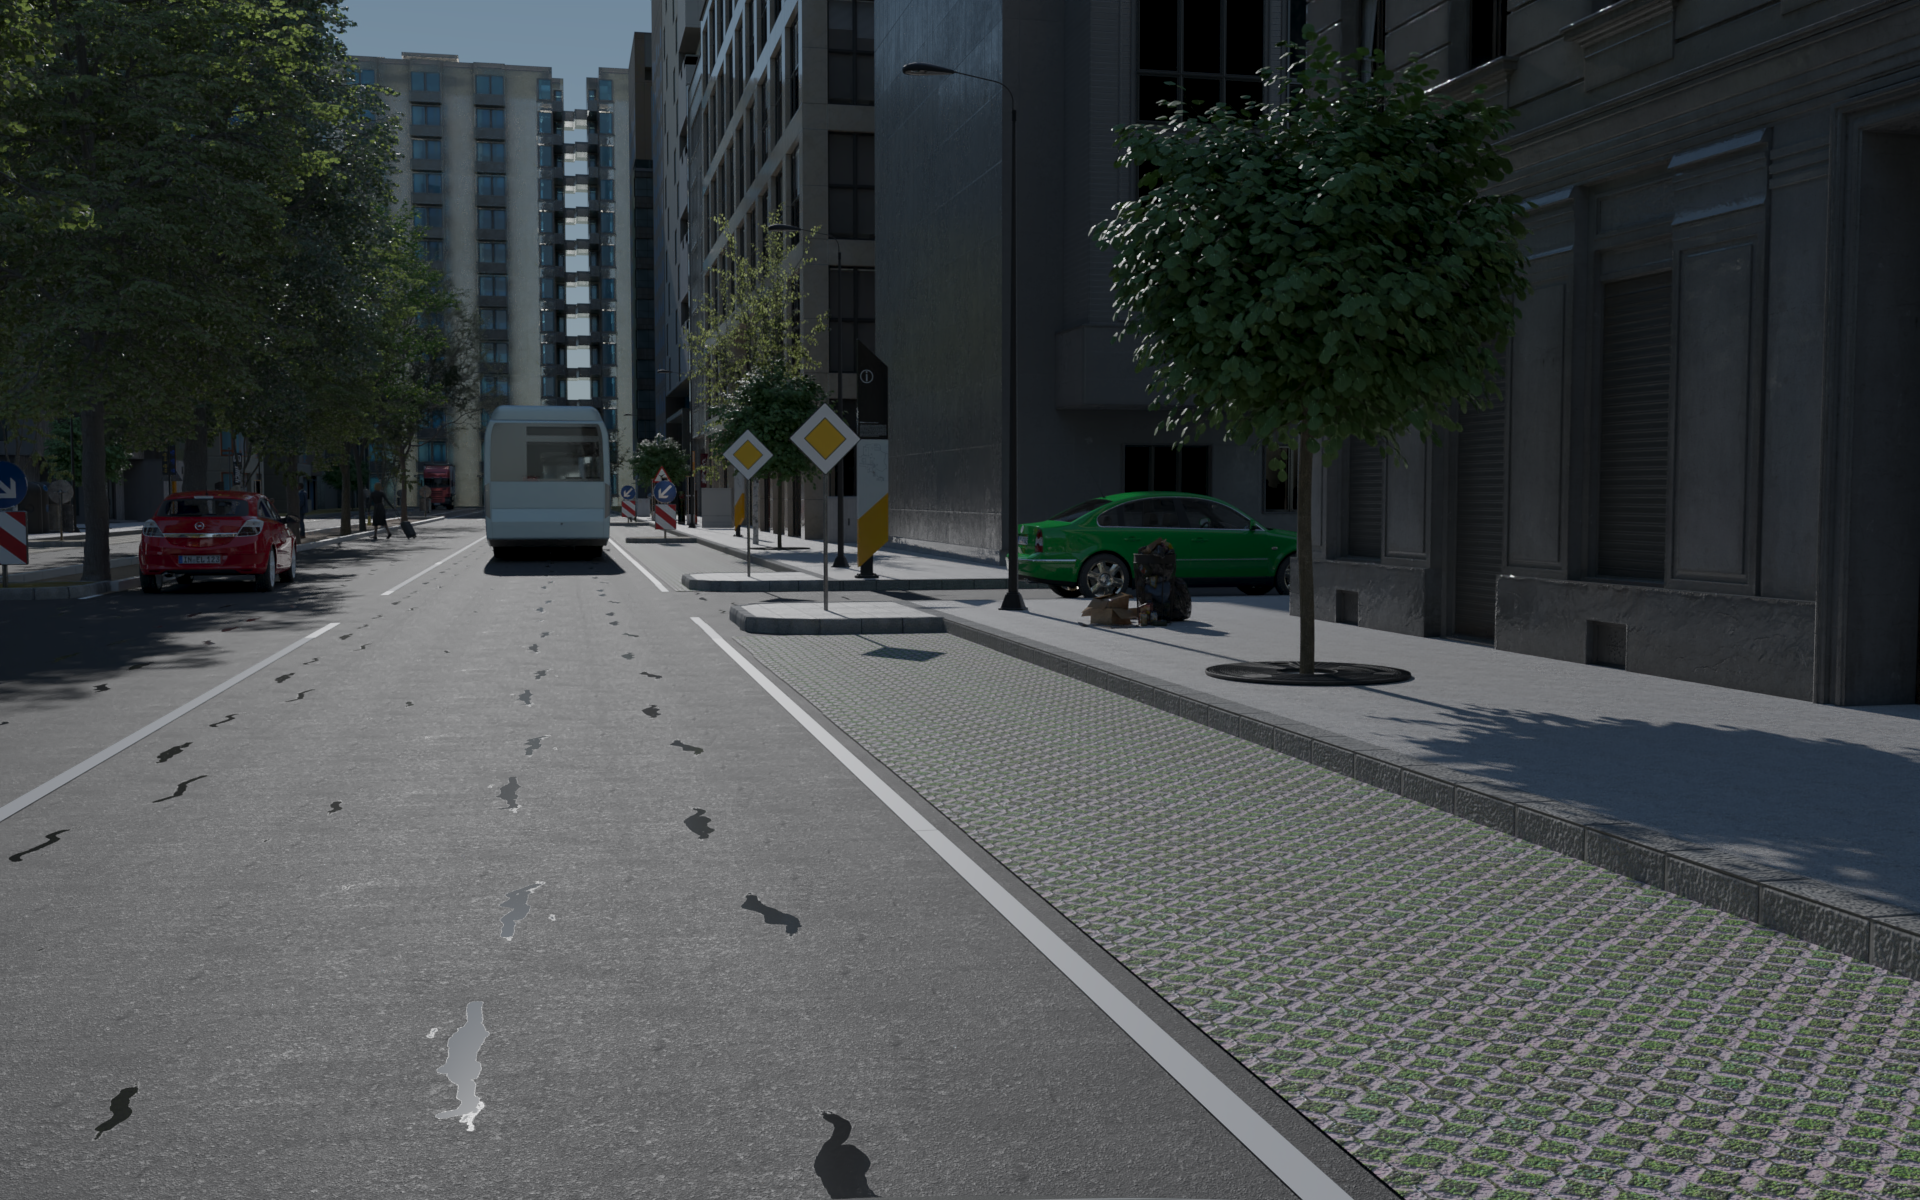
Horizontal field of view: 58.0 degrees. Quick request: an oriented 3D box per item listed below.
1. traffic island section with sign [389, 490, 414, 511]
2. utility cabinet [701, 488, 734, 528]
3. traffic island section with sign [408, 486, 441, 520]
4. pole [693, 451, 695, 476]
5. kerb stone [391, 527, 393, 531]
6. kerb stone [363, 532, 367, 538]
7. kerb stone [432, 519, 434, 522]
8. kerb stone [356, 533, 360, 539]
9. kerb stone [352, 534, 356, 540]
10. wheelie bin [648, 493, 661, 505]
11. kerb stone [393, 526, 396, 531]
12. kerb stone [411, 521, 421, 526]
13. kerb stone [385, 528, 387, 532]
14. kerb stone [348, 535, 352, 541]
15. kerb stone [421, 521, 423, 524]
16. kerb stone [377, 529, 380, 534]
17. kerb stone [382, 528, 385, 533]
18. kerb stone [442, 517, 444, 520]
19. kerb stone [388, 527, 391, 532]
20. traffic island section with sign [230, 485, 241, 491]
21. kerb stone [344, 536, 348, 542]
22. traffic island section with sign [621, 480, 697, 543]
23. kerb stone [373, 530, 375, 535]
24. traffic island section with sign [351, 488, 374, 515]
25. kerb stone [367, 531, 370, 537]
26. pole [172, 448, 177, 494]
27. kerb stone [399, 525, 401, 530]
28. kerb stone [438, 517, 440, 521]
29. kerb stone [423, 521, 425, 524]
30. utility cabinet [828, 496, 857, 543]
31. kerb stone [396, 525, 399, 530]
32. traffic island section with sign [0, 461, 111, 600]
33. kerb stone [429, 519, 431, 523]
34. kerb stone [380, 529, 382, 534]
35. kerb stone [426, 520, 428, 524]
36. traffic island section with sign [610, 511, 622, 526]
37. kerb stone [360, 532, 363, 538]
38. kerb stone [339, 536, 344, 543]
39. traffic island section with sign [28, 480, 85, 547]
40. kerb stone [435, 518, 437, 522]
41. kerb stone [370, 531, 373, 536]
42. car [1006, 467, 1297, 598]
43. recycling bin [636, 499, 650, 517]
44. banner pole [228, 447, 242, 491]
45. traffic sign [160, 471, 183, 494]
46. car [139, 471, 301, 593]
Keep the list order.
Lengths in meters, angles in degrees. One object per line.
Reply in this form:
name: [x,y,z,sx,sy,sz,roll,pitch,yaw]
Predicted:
traffic island section with sign: [-48.334,-8.638,149.853,1.989,1.847,2.006,-1,4,-13]
utility cabinet: [-8.972,-3.397,64.225,1.173,1.500,0.318,1,4,14]
traffic island section with sign: [-30.147,-5.465,97.483,2.006,1.907,1.989,-1,4,-13]
pole: [-12.693,-5.410,82.296,0.158,3.312,0.155,0,3,0]
kerb stone: [-21.748,-2.669,65.833,0.120,0.150,1.000,-1,4,-13]
kerb stone: [-19.660,-2.118,56.837,0.120,0.150,1.000,-1,4,-13]
kerb stone: [-26.596,-3.952,86.816,0.120,0.150,1.000,-1,4,-13]
kerb stone: [-19.207,-1.997,54.843,0.120,0.150,1.000,-1,4,-13]
kerb stone: [-18.973,-1.930,53.842,0.120,0.150,1.000,-1,4,-13]
wheelie bin: [-15.273,-4.856,87.307,0.980,1.594,0.693,-2,4,-26]
kerb stone: [-21.979,-2.730,66.829,0.120,0.150,1.000,-1,4,-13]
kerb stone: [-24.753,-3.464,78.835,0.120,0.150,1.000,-1,4,-13]
kerb stone: [-21.294,-2.547,63.832,0.120,0.150,1.000,-1,4,-13]
kerb stone: [-18.742,-1.871,52.846,0.120,0.150,1.000,-1,4,-13]
kerb stone: [-24.984,-3.522,79.831,0.120,0.150,1.000,-1,4,-13]
kerb stone: [-20.586,-2.363,60.832,0.120,0.150,1.000,-1,4,-13]
kerb stone: [-21.052,-2.481,62.839,0.120,0.150,1.000,-1,4,-13]
kerb stone: [-28.212,-4.381,93.822,0.120,0.150,1.000,-1,4,-13]
kerb stone: [-21.516,-2.608,64.830,0.120,0.150,1.000,-1,4,-13]
traffic island section with sign: [-30.702,-3.973,73.589,1.989,1.847,2.006,-1,4,-13]
kerb stone: [-18.512,-1.814,51.848,0.120,0.150,1.000,-1,4,-13]
traffic island section with sign: [-8.812,-2.584,50.877,1.989,1.847,2.006,-1,4,-13]
kerb stone: [-20.360,-2.296,59.832,0.120,0.150,1.000,-1,4,-13]
traffic island section with sign: [-42.002,-6.964,122.485,1.989,1.847,2.006,-1,4,-13]
kerb stone: [-19.899,-2.180,57.833,0.120,0.150,1.000,-1,4,-13]
pole: [-35.003,-5.094,77.130,0.158,3.312,0.155,0,3,0]
kerb stone: [-22.438,-2.852,68.829,0.120,0.150,1.000,-1,4,-13]
kerb stone: [-27.523,-4.197,90.821,0.120,0.150,1.000,-1,4,-13]
kerb stone: [-25.208,-3.586,80.829,0.120,0.150,1.000,-1,4,-13]
utility cabinet: [-3.063,-2.101,45.513,1.020,1.237,0.306,1,4,14]
kerb stone: [-22.197,-2.791,67.828,0.120,0.150,1.000,-1,4,-13]
traffic island section with sign: [-13.215,-0.987,24.270,2.006,1.907,1.989,-1,4,-13]
kerb stone: [-26.134,-3.824,84.824,0.120,0.150,1.000,-1,4,-13]
kerb stone: [-20.823,-2.422,61.835,0.120,0.150,1.000,-1,4,-13]
kerb stone: [-25.668,-3.708,82.824,0.120,0.150,1.000,-1,4,-13]
traffic island section with sign: [-15.037,-4.231,77.801,1.989,1.847,2.006,-1,4,-13]
kerb stone: [-19.436,-2.058,55.839,0.120,0.150,1.000,-1,4,-13]
kerb stone: [-18.283,-1.752,50.835,0.120,0.150,1.000,-1,4,-13]
traffic island section with sign: [-24.617,-2.362,47.247,1.989,1.847,2.006,-1,4,-13]
kerb stone: [-27.064,-4.074,88.826,0.120,0.150,1.000,-1,4,-13]
kerb stone: [-20.127,-2.240,58.833,0.120,0.150,1.000,-1,4,-13]
car: [3.006,-0.900,23.509,4.718,1.807,1.959,-1,4,-13]
recycling bin: [-17.921,-5.220,97.902,0.722,1.027,0.722,-1,4,-17]
banner pole: [-38.682,-6.259,92.359,0.863,3.779,0.401,-1,4,-21]
traffic sign: [-32.564,-4.374,71.526,0.884,2.594,0.081,-1,4,-11]
car: [-11.342,-1.077,26.646,2.155,1.783,4.494,-1,4,-15]
